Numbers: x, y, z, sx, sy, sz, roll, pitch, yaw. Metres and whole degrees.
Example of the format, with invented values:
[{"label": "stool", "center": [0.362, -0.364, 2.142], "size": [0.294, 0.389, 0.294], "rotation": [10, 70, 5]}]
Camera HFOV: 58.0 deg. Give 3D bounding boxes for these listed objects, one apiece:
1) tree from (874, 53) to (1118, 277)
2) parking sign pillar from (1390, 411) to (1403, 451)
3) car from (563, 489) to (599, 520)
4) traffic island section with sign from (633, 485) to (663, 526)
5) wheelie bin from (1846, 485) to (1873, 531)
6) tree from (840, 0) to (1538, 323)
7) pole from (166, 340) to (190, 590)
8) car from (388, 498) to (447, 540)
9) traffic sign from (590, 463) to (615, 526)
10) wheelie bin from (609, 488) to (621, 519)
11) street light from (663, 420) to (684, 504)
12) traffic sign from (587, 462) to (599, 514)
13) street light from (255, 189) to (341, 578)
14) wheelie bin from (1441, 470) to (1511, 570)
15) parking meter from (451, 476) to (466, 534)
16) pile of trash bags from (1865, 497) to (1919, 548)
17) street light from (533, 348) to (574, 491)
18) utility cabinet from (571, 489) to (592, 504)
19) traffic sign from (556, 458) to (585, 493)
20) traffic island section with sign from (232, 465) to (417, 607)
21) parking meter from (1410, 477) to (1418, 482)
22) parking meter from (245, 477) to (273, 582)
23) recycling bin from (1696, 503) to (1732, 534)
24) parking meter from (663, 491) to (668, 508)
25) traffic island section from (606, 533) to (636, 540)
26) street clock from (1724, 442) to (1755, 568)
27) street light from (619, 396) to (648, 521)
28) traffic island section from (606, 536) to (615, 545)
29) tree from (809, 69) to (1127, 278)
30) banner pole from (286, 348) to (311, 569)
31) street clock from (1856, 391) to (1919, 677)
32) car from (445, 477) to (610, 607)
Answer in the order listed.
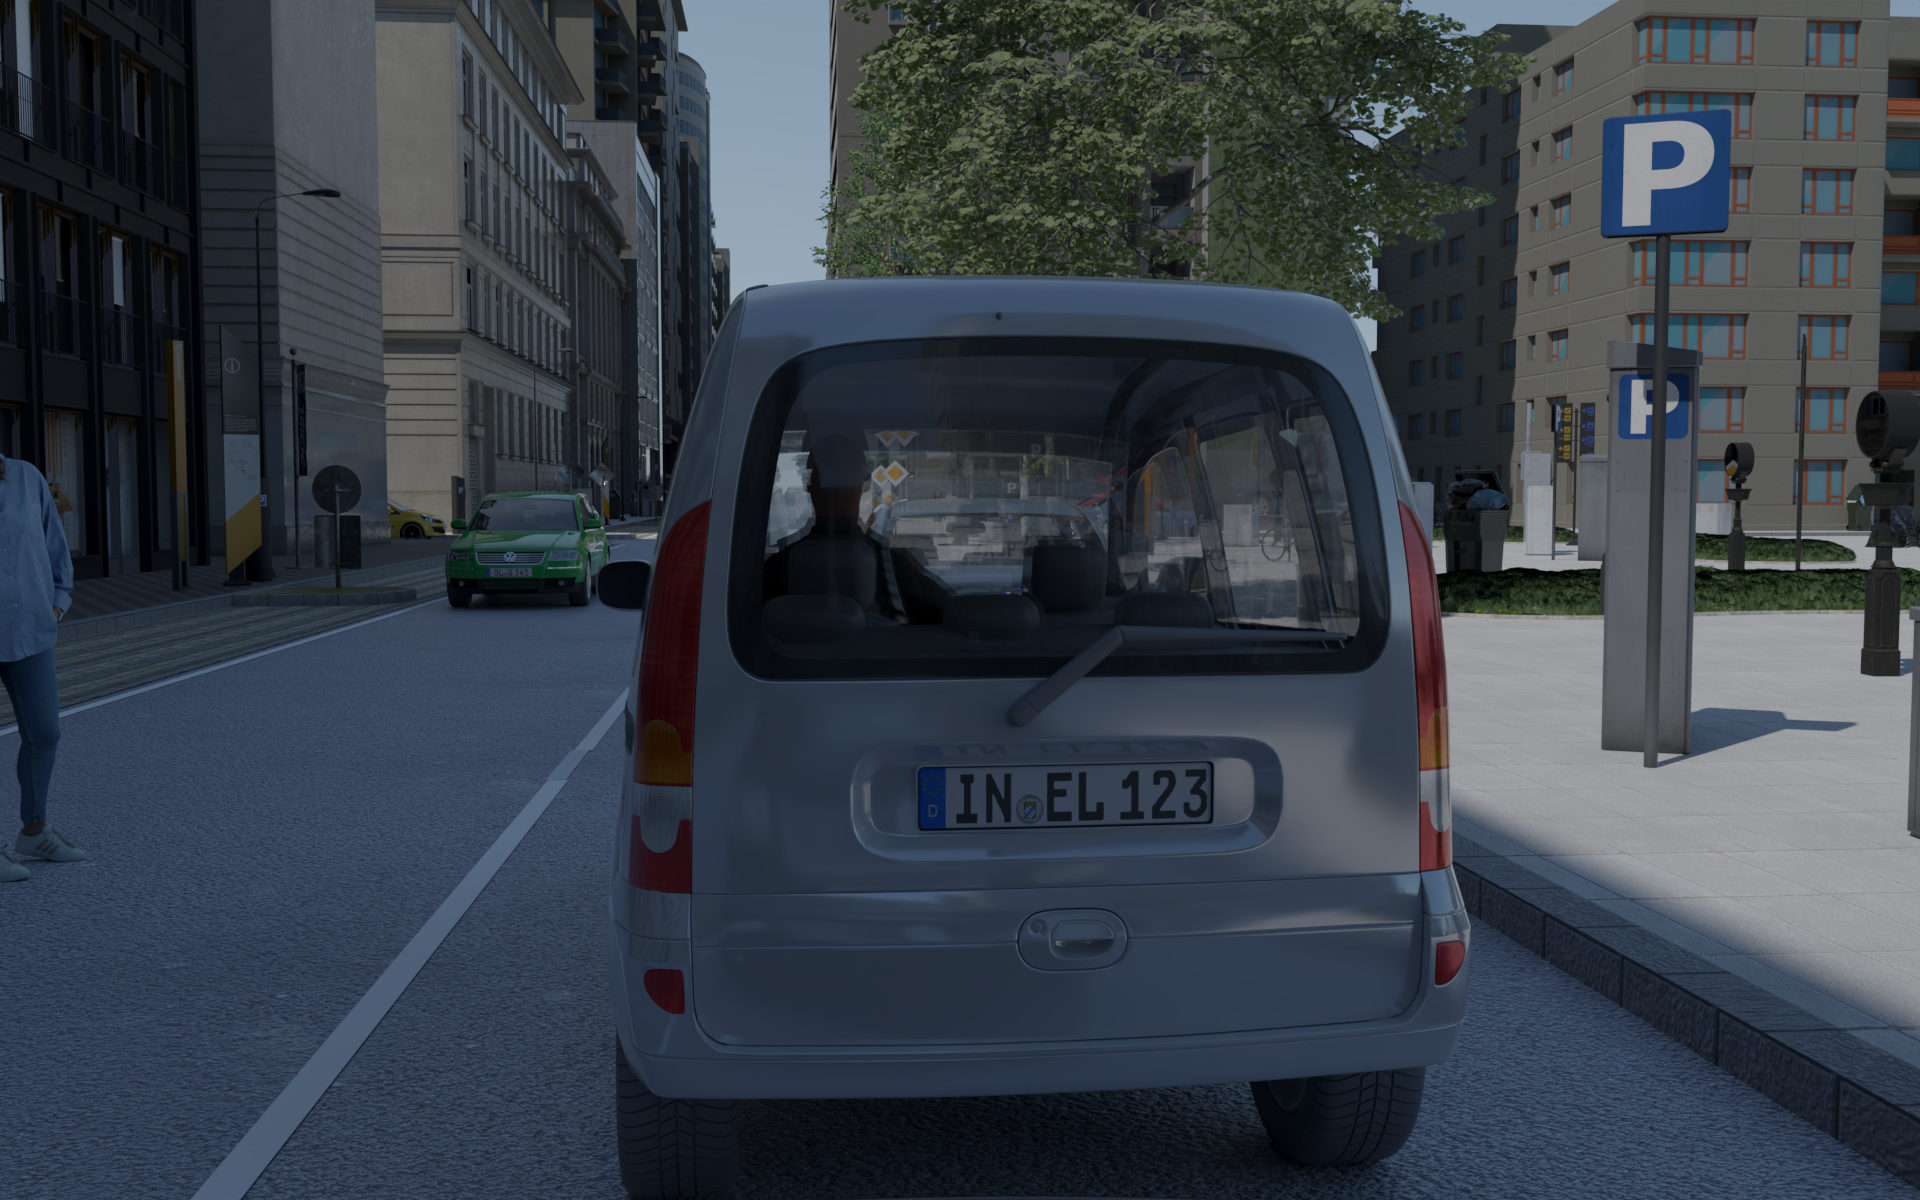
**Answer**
[{"label": "tree", "center": [0.851, -4.724, 27.603], "size": [4.737, 8.622, 4.395], "rotation": [0, 3, 0]}, {"label": "parking sign pillar", "center": [9.616, -3.168, 40.263], "size": [1.447, 3.967, 1.447], "rotation": [-1, 4, -19]}, {"label": "car", "center": [-10.041, -2.103, 43.185], "size": [1.959, 1.807, 4.718], "rotation": [0, 4, -5]}, {"label": "traffic island section with sign", "center": [-13.733, -4.271, 78.466], "size": [1.989, 1.847, 2.006], "rotation": [0, 4, -6]}, {"label": "wheelie bin", "center": [31.045, -3.172, 59.768], "size": [0.693, 1.594, 0.980], "rotation": [0, 4, -6]}, {"label": "tree", "center": [2.002, -6.100, 17.858], "size": [7.486, 12.596, 7.792], "rotation": [0, 3, 0]}, {"label": "pole", "center": [-10.435, -1.790, 23.108], "size": [0.158, 3.312, 0.155], "rotation": [0, 3, 0]}, {"label": "car", "center": [-17.265, -2.509, 51.241], "size": [3.980, 1.641, 2.015], "rotation": [0, 4, -6]}, {"label": "traffic sign", "center": [-11.484, -3.179, 55.618], "size": [0.795, 2.450, 0.064], "rotation": [0, 4, -6]}, {"label": "wheelie bin", "center": [-17.568, -4.897, 87.981], "size": [0.693, 1.594, 0.980], "rotation": [-1, 4, -9]}, {"label": "street light", "center": [-18.039, -8.332, 108.761], "size": [1.470, 5.913, 1.316], "rotation": [0, 4, -6]}, {"label": "traffic sign", "center": [-14.865, -4.349, 71.117], "size": [0.884, 2.594, 0.081], "rotation": [0, 4, -3]}, {"label": "street light", "center": [-10.112, -3.297, 26.447], "size": [1.470, 5.913, 1.316], "rotation": [0, 4, -6]}, {"label": "wheelie bin", "center": [6.788, -0.910, 22.794], "size": [0.693, 1.594, 0.980], "rotation": [-3, 4, -36]}, {"label": "parking meter", "center": [-15.960, -3.023, 55.134], "size": [0.255, 1.863, 0.399], "rotation": [2, 4, 30]}, {"label": "pile of trash bags", "center": [23.581, -1.975, 42.037], "size": [3.447, 1.369, 1.912], "rotation": [-3, 4, -38]}, {"label": "street light", "center": [-13.012, -5.063, 55.323], "size": [1.470, 5.913, 1.316], "rotation": [0, 4, -6]}, {"label": "utility cabinet", "center": [-15.680, -3.857, 71.737], "size": [0.318, 1.500, 1.173], "rotation": [1, 4, 19]}, {"label": "traffic sign", "center": [-10.711, -2.693, 47.671], "size": [0.795, 2.450, 0.064], "rotation": [0, 4, -6]}, {"label": "traffic island section with sign", "center": [-8.325, -0.875, 22.927], "size": [1.989, 1.847, 2.006], "rotation": [0, 4, -6]}, {"label": "parking meter", "center": [15.042, -3.181, 57.725], "size": [0.399, 1.863, 0.255], "rotation": [-1, 4, -18]}, {"label": "parking meter", "center": [-10.312, -1.041, 25.431], "size": [0.372, 1.533, 0.369], "rotation": [0, 3, 0]}, {"label": "recycling bin", "center": [20.319, -2.094, 46.793], "size": [0.722, 1.027, 0.722], "rotation": [-2, 4, -34]}, {"label": "parking meter", "center": [-22.031, -7.413, 129.616], "size": [0.372, 1.533, 0.369], "rotation": [0, 3, 0]}, {"label": "traffic island section", "center": [-11.507, -2.043, 55.678], "size": [2.009, 0.180, 2.903], "rotation": [0, 4, -6]}, {"label": "street clock", "center": [10.912, -1.207, 24.299], "size": [0.358, 2.002, 0.471], "rotation": [0, 4, 1]}, {"label": "street light", "center": [-15.477, -6.701, 82.100], "size": [1.470, 5.913, 1.316], "rotation": [0, 4, -6]}, {"label": "traffic island section", "center": [-10.734, -1.557, 47.730], "size": [2.009, 0.180, 2.903], "rotation": [0, 4, -6]}, {"label": "tree", "center": [0.197, -7.096, 41.782], "size": [9.928, 11.665, 9.643], "rotation": [0, 3, 0]}, {"label": "banner pole", "center": [-11.270, -2.419, 29.567], "size": [0.401, 3.779, 0.863], "rotation": [-3, 4, -37]}, {"label": "street clock", "center": [6.513, -0.467, 12.199], "size": [0.358, 2.002, 0.471], "rotation": [0, 4, 1]}, {"label": "car", "center": [-5.782, -0.897, 23.460], "size": [1.959, 1.807, 4.718], "rotation": [0, 4, -7]}]
